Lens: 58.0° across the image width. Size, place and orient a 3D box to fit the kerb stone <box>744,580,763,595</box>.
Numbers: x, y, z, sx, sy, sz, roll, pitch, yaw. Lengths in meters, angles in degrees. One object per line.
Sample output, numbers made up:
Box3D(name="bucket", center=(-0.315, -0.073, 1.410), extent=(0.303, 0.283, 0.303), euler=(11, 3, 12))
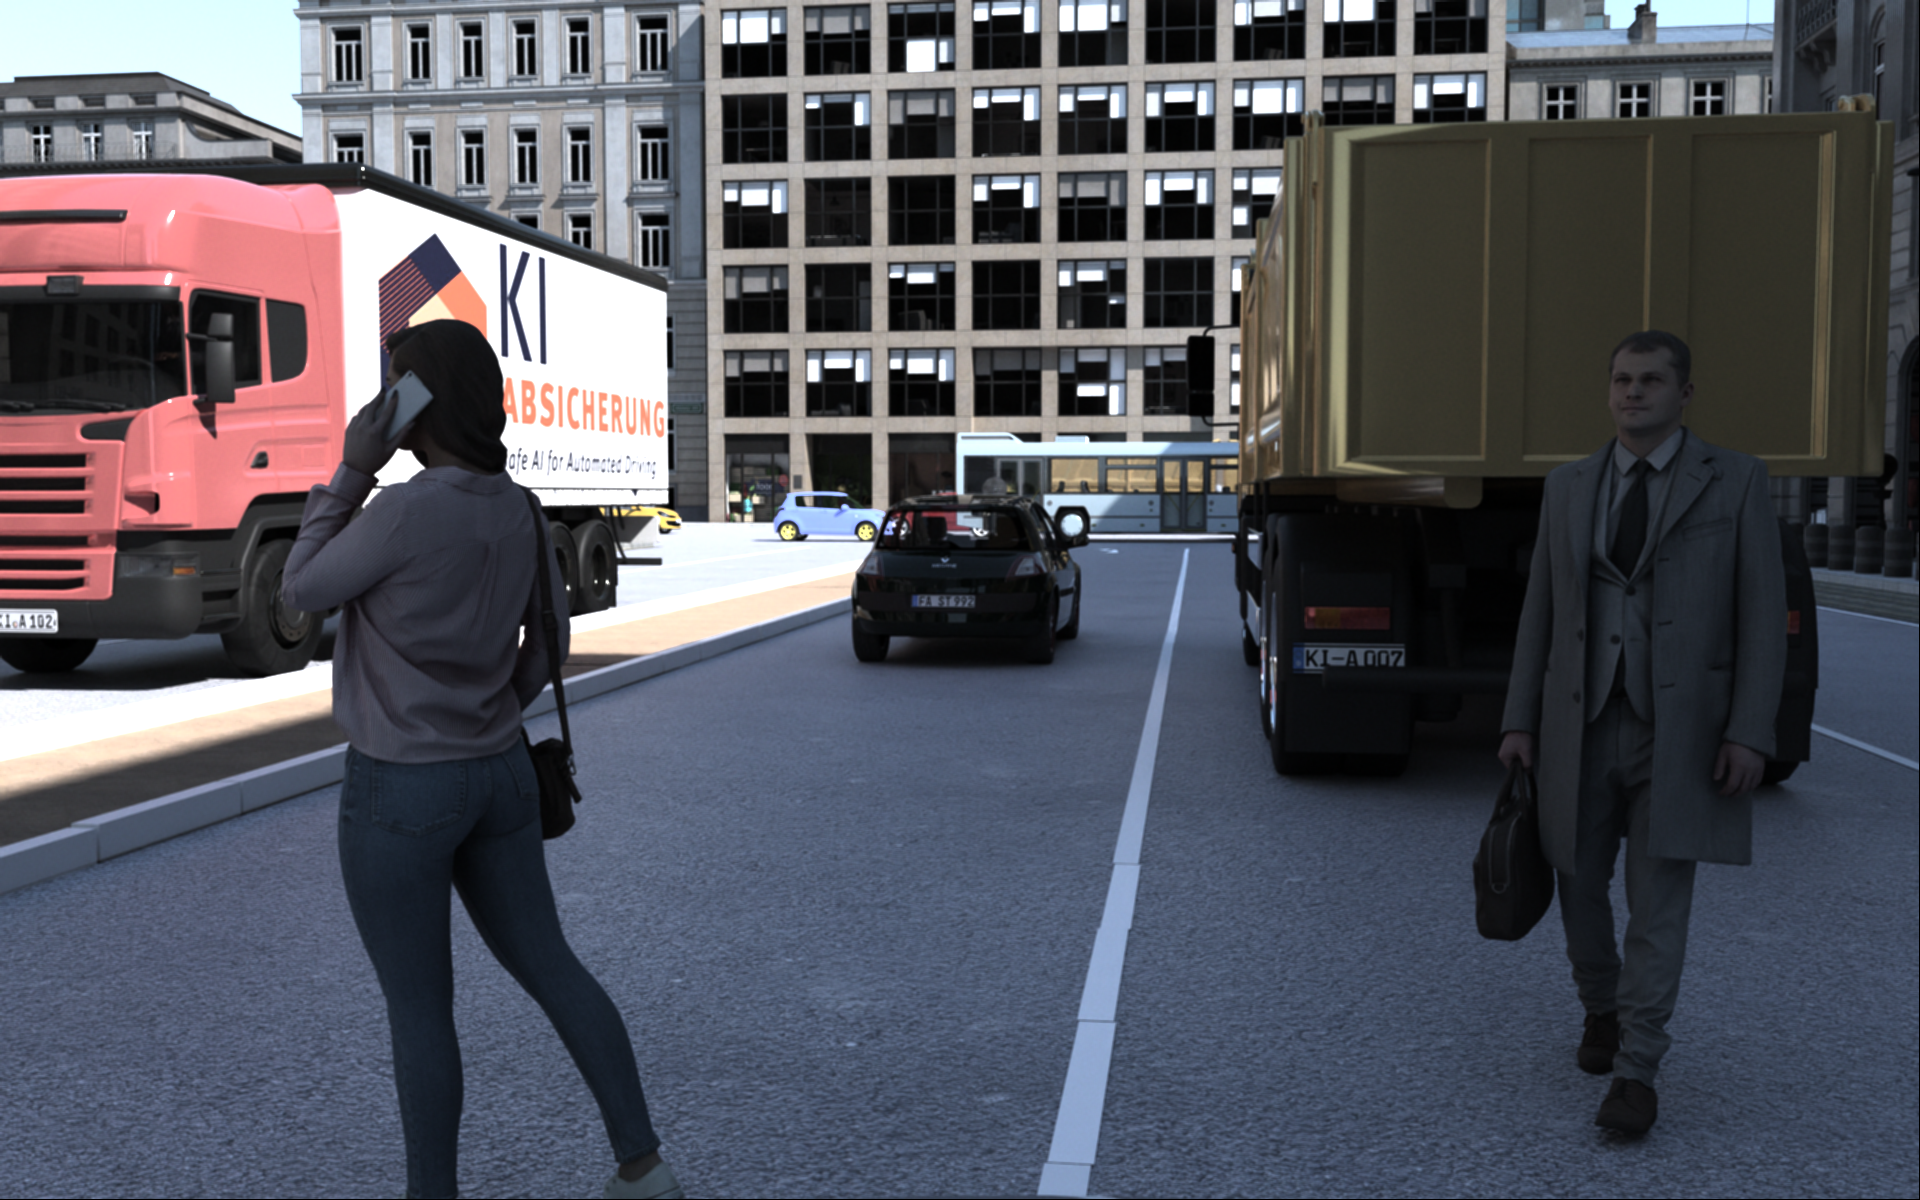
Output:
Box3D(name="kerb stone", center=(-3.037, -0.160, 24.822), extent=(0.120, 0.150, 1.000), euler=(0, 4, 8))

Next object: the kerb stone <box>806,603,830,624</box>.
Box3D(name="kerb stone", center=(-1.657, 0.167, 19.458), extent=(0.120, 0.150, 1.000), euler=(0, 4, 8))

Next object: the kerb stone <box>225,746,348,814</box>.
Box3D(name="kerb stone", center=(-3.199, 0.855, 8.253), extent=(0.120, 0.150, 1.000), euler=(0, 4, 8))

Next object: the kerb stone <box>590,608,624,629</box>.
Box3D(name="kerb stone", center=(-3.882, 0.214, 18.693), extent=(0.120, 0.150, 1.000), euler=(0, 4, 8))

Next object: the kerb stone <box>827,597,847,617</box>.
Box3D(name="kerb stone", center=(-1.520, 0.106, 20.474), extent=(0.120, 0.150, 1.000), euler=(0, 4, 8))

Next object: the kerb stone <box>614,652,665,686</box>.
Box3D(name="kerb stone", center=(-2.500, 0.542, 13.339), extent=(0.120, 0.150, 1.000), euler=(0, 4, 8))

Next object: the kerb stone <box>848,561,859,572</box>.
Box3D(name="kerb stone", center=(-2.069, -0.598, 31.966), extent=(0.120, 0.150, 1.000), euler=(0, 4, 8))

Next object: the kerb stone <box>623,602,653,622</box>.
Box3D(name="kerb stone", center=(-3.739, 0.153, 19.715), extent=(0.120, 0.150, 1.000), euler=(0, 4, 8))

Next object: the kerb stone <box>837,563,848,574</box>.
Box3D(name="kerb stone", center=(-2.197, -0.535, 30.944), extent=(0.120, 0.150, 1.000), euler=(0, 4, 8))

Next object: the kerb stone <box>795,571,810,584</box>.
Box3D(name="kerb stone", center=(-2.622, -0.348, 27.886), extent=(0.120, 0.150, 1.000), euler=(0, 4, 8))

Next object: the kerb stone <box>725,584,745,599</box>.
Box3D(name="kerb stone", center=(-3.184, -0.095, 23.794), extent=(0.120, 0.150, 1.000), euler=(0, 4, 8))

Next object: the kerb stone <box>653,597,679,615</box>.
Box3D(name="kerb stone", center=(-3.600, 0.089, 20.743), extent=(0.120, 0.150, 1.000), euler=(0, 4, 8))

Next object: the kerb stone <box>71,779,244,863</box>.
Box3D(name="kerb stone", center=(-3.333, 0.915, 7.232), extent=(0.120, 0.150, 1.000), euler=(0, 4, 8))

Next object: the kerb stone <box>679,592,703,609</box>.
Box3D(name="kerb stone", center=(-3.464, 0.030, 21.762), extent=(0.120, 0.150, 1.000), euler=(0, 4, 8))

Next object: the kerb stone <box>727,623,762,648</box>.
Box3D(name="kerb stone", center=(-2.082, 0.354, 16.400), extent=(0.120, 0.150, 1.000), euler=(0, 4, 8))

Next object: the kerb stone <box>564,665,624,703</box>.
Box3D(name="kerb stone", center=(-2.634, 0.604, 12.320), extent=(0.120, 0.150, 1.000), euler=(0, 4, 8))

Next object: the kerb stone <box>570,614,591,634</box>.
Box3D(name="kerb stone", center=(-4.020, 0.279, 17.667), extent=(0.120, 0.150, 1.000), euler=(0, 4, 8))

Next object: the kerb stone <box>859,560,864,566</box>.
Box3D(name="kerb stone", center=(-1.920, -0.658, 32.982), extent=(0.120, 0.150, 1.000), euler=(0, 4, 8))

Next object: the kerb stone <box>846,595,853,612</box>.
Box3D(name="kerb stone", center=(-1.376, 0.044, 21.498), extent=(0.120, 0.150, 1.000), euler=(0, 4, 8))

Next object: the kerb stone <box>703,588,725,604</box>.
Box3D(name="kerb stone", center=(-3.322, -0.036, 22.777), extent=(0.120, 0.150, 1.000), euler=(0, 4, 8))

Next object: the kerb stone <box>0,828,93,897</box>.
Box3D(name="kerb stone", center=(-3.467, 0.988, 6.215), extent=(0.120, 0.150, 1.000), euler=(0, 4, 8))

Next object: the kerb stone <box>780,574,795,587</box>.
Box3D(name="kerb stone", center=(-2.767, -0.280, 26.871), extent=(0.120, 0.150, 1.000), euler=(0, 4, 8))

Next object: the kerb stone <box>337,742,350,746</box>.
Box3D(name="kerb stone", center=(-3.060, 0.791, 9.269), extent=(0.120, 0.150, 1.000), euler=(0, 4, 8))

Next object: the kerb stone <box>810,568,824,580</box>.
Box3D(name="kerb stone", center=(-2.482, -0.411, 28.911), extent=(0.120, 0.150, 1.000), euler=(0, 4, 8))

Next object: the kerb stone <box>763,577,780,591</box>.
Box3D(name="kerb stone", center=(-2.899, -0.223, 25.853), extent=(0.120, 0.150, 1.000), euler=(0, 4, 8))

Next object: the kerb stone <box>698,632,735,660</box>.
Box3D(name="kerb stone", center=(-2.213, 0.418, 15.383), extent=(0.120, 0.150, 1.000), euler=(0, 4, 8))

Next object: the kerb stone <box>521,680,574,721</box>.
Box3D(name="kerb stone", center=(-2.774, 0.668, 11.303), extent=(0.120, 0.150, 1.000), euler=(0, 4, 8))

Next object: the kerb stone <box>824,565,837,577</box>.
Box3D(name="kerb stone", center=(-2.338, -0.473, 29.928), extent=(0.120, 0.150, 1.000), euler=(0, 4, 8))

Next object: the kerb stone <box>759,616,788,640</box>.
Box3D(name="kerb stone", center=(-1.936, 0.294, 17.422), extent=(0.120, 0.150, 1.000), euler=(0, 4, 8))

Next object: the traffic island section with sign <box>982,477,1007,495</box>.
Box3D(name="traffic island section with sign", center=(0.827, -2.267, 45.194), extent=(2.006, 1.907, 1.989), euler=(0, 4, 8))

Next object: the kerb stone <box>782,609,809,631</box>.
Box3D(name="kerb stone", center=(-1.801, 0.231, 18.439), extent=(0.120, 0.150, 1.000), euler=(0, 4, 8))

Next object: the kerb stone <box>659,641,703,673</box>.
Box3D(name="kerb stone", center=(-2.355, 0.479, 14.367), extent=(0.120, 0.150, 1.000), euler=(0, 4, 8))
